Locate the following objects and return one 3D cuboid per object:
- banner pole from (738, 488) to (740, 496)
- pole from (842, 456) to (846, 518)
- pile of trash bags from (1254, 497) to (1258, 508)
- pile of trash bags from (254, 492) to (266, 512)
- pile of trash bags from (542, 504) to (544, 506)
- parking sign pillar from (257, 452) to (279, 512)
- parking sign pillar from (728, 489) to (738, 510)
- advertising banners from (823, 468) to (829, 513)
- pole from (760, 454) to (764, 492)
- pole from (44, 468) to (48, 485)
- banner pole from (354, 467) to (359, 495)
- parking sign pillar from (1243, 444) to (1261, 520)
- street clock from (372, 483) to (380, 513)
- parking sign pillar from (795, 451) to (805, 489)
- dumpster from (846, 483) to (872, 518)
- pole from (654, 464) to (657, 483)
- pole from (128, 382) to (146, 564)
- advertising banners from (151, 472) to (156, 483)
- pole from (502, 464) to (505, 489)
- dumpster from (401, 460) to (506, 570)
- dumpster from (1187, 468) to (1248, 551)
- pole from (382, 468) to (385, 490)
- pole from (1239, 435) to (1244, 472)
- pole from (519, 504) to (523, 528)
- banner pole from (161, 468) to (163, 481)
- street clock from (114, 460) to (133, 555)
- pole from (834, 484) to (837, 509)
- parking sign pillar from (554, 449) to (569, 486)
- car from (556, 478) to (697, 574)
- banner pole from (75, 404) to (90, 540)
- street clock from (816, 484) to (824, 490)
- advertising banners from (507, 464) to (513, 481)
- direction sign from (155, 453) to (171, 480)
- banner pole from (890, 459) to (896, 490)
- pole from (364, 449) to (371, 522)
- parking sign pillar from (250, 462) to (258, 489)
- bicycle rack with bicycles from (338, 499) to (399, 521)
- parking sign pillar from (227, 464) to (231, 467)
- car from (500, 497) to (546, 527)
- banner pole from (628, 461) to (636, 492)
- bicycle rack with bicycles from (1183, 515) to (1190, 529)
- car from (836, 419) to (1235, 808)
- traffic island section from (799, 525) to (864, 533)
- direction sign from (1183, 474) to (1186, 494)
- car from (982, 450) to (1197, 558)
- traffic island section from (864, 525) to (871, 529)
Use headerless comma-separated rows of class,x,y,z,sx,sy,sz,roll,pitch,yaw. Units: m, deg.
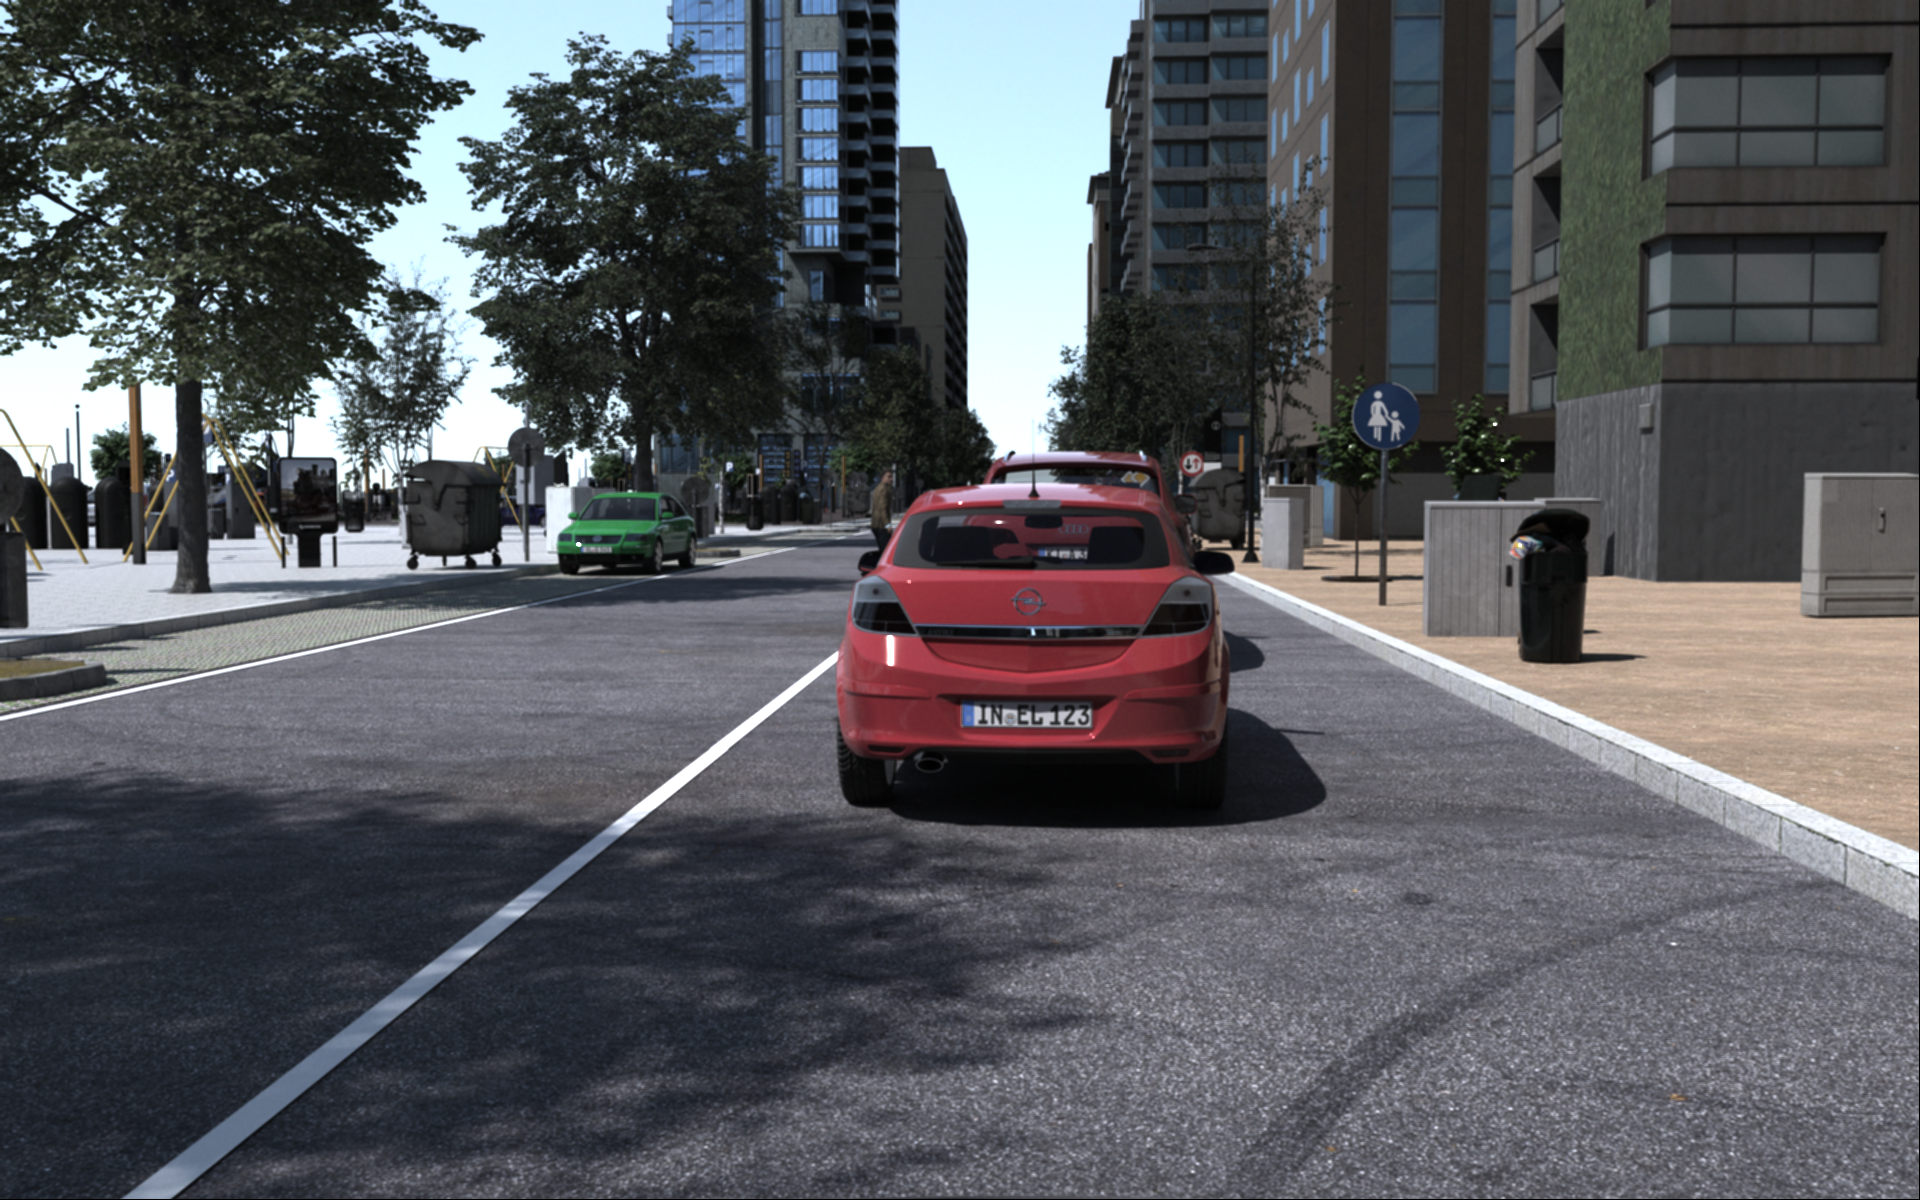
banner pole,-17.625,-9.148,139.580,0.863,3.779,0.401,1,4,19
pole,-6.238,-6.061,92.941,0.158,3.312,0.155,0,3,0
pile of trash bags,21.599,-7.292,128.982,1.912,1.369,3.447,-1,4,-18
pile of trash bags,-54.991,-7.627,134.459,1.912,1.369,3.447,-3,5,-40
pile of trash bags,-20.390,-4.949,90.661,3.447,1.369,1.912,0,4,-3
parking sign pillar,-39.723,-6.886,101.057,1.447,3.967,1.447,1,4,13
parking sign pillar,-18.949,-9.428,142.615,1.447,3.967,1.447,1,4,11
advertising banners,-8.918,-7.297,115.497,0.090,3.025,2.074,-1,4,-15
pole,-10.195,-5.828,89.127,0.158,3.312,0.155,0,3,0
pole,-71.273,-8.640,135.115,0.158,3.312,0.155,0,3,0
banner pole,-49.594,-9.311,142.255,0.863,3.779,0.401,3,5,41
parking sign pillar,14.121,-5.932,85.459,1.447,3.967,1.447,2,4,25
street clock,-37.381,-6.508,110.970,0.358,2.002,0.471,2,4,25
parking sign pillar,-10.140,-7.380,109.130,1.447,3.967,1.447,-1,4,-19
dumpster,-5.414,-5.311,92.592,1.264,1.857,1.865,0,4,3
pole,-20.547,-7.524,116.857,0.158,3.312,0.155,0,3,0
pole,-14.996,-2.307,31.558,0.158,3.312,0.155,0,3,0
advertising banners,-64.243,-8.574,136.371,2.074,3.025,0.090,0,4,-3
pole,-30.767,-7.519,116.776,0.158,3.312,0.155,0,3,0
dumpster,-8.755,-1.481,29.980,1.264,1.857,1.865,0,4,3
dumpster,5.956,-2.095,40.004,1.264,1.857,1.865,0,4,3
pole,-45.866,-8.809,137.873,0.158,3.312,0.155,0,3,0
pole,9.775,-4.060,60.231,0.158,3.312,0.155,0,3,0
pole,-16.642,-4.394,65.693,0.158,3.312,0.155,0,3,0
banner pole,-67.345,-9.527,145.785,0.863,3.779,0.401,1,4,10
street clock,-17.592,-1.961,36.628,0.471,2.002,0.358,1,4,14
pole,-10.585,-9.374,147.108,0.158,3.312,0.155,0,3,0
parking sign pillar,-24.323,-7.112,104.755,1.447,3.967,1.447,1,4,17
car,-6.128,-1.429,32.166,1.959,1.807,4.718,0,4,4
banner pole,-24.601,-3.571,48.407,0.401,3.779,0.863,-2,4,-24
street clock,-9.465,-6.889,117.202,0.471,2.002,0.358,-2,4,-23
advertising banners,-25.937,-6.451,101.661,0.090,3.025,2.074,1,4,20
direction sign,-44.394,-6.397,96.595,0.876,3.537,0.379,0,4,-1
banner pole,-4.719,-8.042,121.508,0.401,3.779,0.863,-3,4,-39
pole,-27.110,-5.222,79.228,0.158,3.312,0.155,0,3,0
parking sign pillar,-55.636,-9.123,137.627,1.447,3.967,1.447,-2,4,-27
bicycle rack with bicycles,-28.722,-4.338,84.309,2.925,0.926,2.852,0,4,-1
parking sign pillar,-60.929,-9.607,145.547,1.447,3.967,1.447,-3,4,-36
car,-17.515,-3.478,69.448,3.894,1.354,1.945,0,4,2
banner pole,-24.606,-8.544,129.710,0.863,3.779,0.401,-1,4,-13
bicycle rack with bicycles,8.097,-2.902,60.831,2.925,0.926,2.852,0,4,2
car,0.449,-0.025,9.451,2.155,1.783,4.494,0,4,4
traffic island section,-4.842,-2.595,64.701,2.009,0.180,2.903,0,4,3
direction sign,18.106,-9.066,140.229,0.379,3.537,0.876,2,4,26
car,1.081,-0.450,16.023,2.281,1.827,5.304,0,4,4
traffic island section,-4.453,-3.082,72.677,2.009,0.180,2.903,0,4,3
